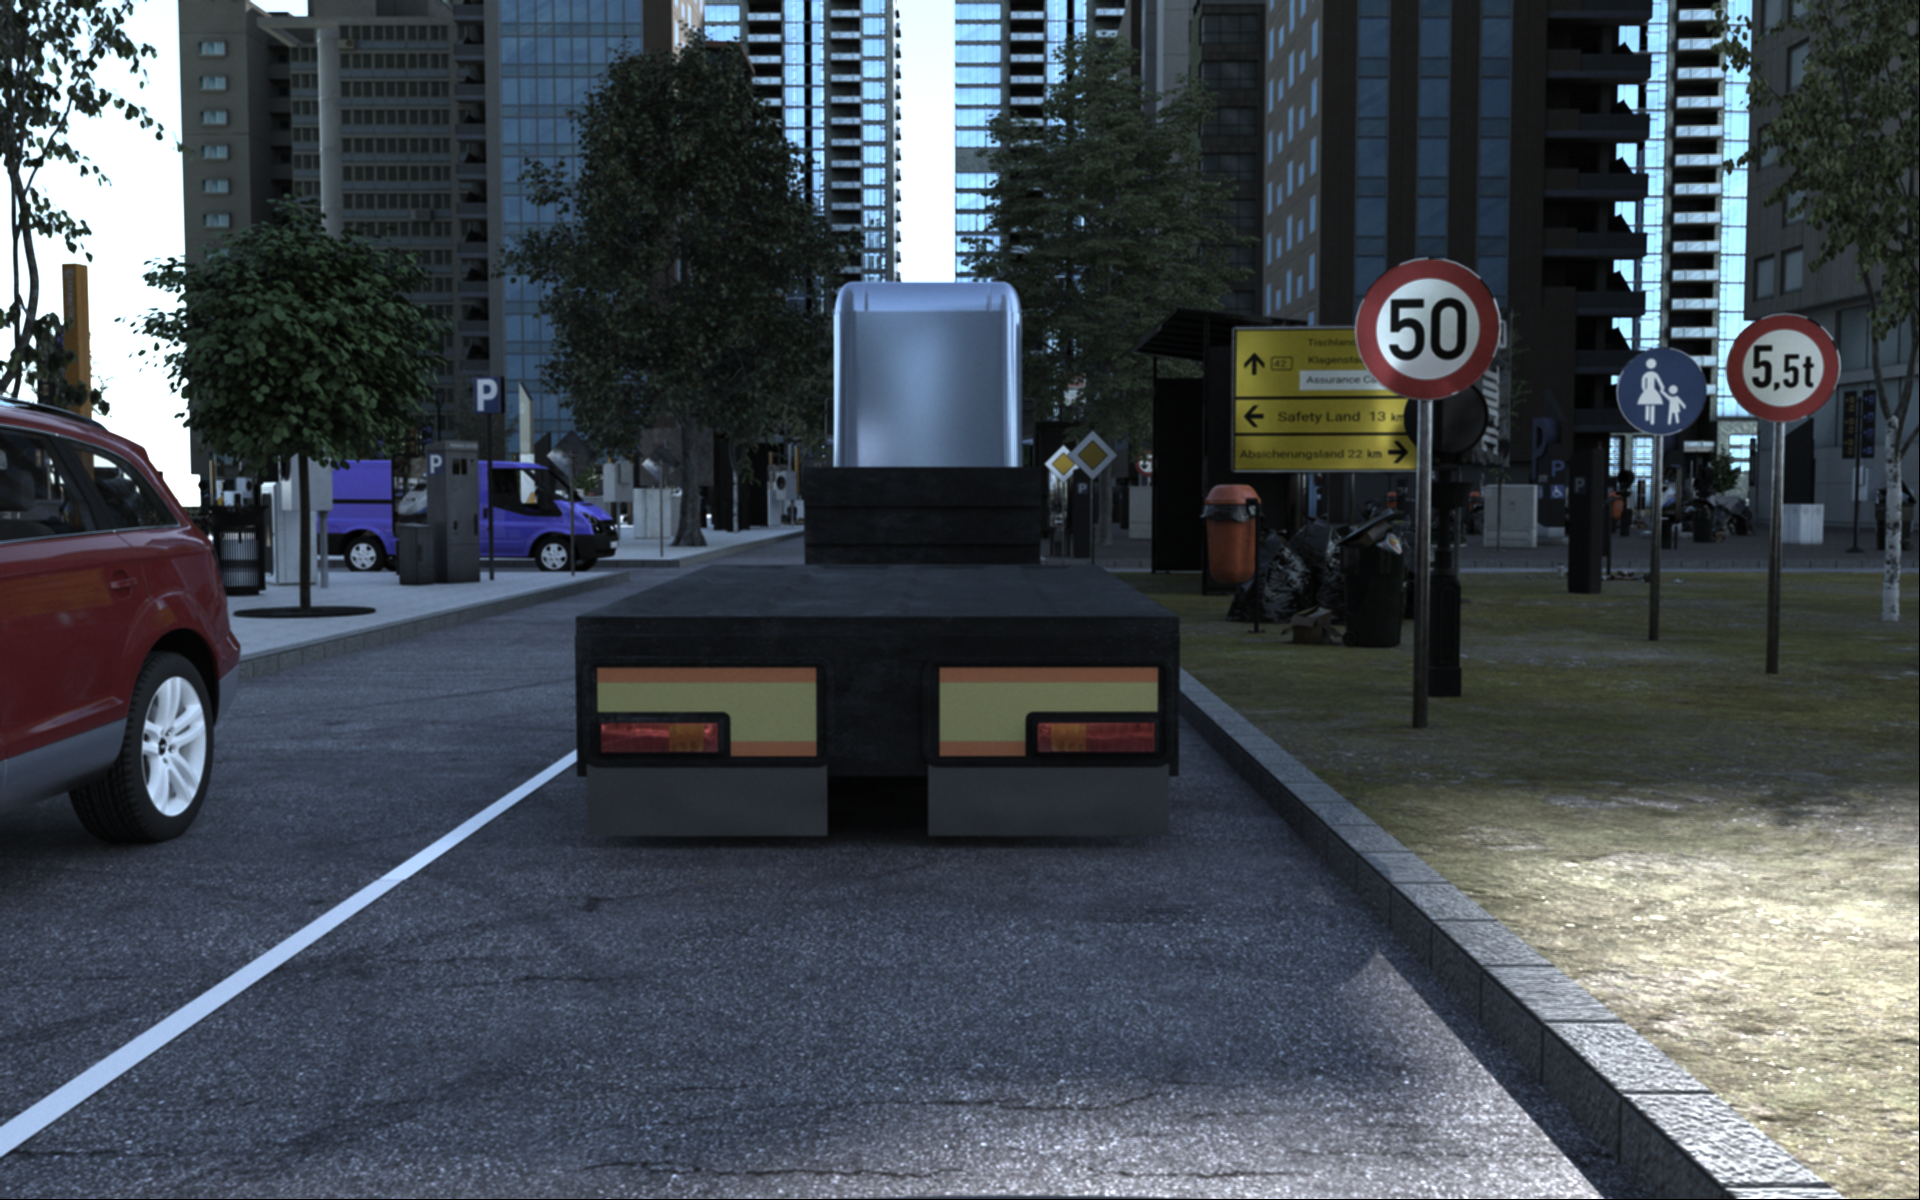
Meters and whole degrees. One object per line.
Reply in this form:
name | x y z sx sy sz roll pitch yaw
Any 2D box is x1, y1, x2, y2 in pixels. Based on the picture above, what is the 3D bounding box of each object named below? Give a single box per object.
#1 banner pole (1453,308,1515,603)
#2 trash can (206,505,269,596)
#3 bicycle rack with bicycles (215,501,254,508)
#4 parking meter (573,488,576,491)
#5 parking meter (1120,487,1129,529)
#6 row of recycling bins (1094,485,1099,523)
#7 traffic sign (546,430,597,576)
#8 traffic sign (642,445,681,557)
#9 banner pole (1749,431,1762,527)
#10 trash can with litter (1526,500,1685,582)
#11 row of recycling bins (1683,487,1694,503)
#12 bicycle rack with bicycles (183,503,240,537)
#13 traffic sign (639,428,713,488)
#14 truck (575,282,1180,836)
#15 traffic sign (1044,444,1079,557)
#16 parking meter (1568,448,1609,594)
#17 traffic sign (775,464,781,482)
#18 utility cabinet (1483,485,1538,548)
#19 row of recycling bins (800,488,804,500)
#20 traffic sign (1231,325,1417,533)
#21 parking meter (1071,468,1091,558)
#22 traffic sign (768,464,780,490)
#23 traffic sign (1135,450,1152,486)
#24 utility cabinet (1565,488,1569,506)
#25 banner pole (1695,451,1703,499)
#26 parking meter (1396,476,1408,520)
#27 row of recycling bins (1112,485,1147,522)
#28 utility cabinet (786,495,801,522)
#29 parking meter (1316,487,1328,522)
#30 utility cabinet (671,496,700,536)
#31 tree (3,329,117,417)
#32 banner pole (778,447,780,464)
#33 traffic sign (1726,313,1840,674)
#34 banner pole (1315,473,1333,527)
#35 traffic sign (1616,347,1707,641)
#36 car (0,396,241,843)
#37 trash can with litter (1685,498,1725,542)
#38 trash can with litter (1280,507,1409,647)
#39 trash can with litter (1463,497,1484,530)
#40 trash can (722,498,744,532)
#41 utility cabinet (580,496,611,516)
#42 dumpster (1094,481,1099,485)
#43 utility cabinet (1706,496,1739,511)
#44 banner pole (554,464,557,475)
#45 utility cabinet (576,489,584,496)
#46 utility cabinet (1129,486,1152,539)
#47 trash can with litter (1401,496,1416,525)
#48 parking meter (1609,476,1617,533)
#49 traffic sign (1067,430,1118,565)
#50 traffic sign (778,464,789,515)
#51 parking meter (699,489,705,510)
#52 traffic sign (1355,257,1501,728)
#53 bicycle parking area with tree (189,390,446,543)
banner pole | 6.127 -1.865 20.502 0.863 3.779 0.401 0 4 -7
trash can | -9.150 -0.632 21.981 0.748 1.137 0.748 0 3 0
bicycle rack with bicycles | -38.935 -4.768 91.338 2.925 0.926 2.852 0 4 -3
parking meter | -13.743 -3.227 61.179 0.372 1.533 0.369 0 3 0
parking meter | 6.097 -3.391 63.860 0.372 1.533 0.369 0 3 0
row of recycling bins | 4.732 -4.230 76.268 3.534 1.692 1.069 -1 4 -9
traffic sign | -6.074 -1.437 27.131 0.795 2.450 0.064 0 4 0
traffic sign | -6.053 -1.925 35.116 0.795 2.450 0.064 0 4 0
banner pole | 31.280 -4.782 68.208 0.863 3.779 0.401 -3 4 -36
trash can with litter | 9.754 -0.909 25.916 1.678 1.210 2.233 -2 4 -28
row of recycling bins | 40.934 -5.638 99.296 1.069 1.692 3.534 0 4 -6
bicycle rack with bicycles | -23.642 -2.364 52.026 2.852 0.926 2.925 3 5 43
traffic sign | -8.698 -3.623 53.114 2.265 3.308 0.079 0 4 1
truck | -0.378 -1.617 16.196 2.967 4.110 18.799 0 4 0
traffic sign | 2.091 -1.922 35.075 0.795 2.450 0.064 0 4 0
parking meter | 8.100 -1.023 22.429 0.255 1.863 0.399 -2 4 -25
traffic sign | -7.743 -4.567 74.673 0.884 2.594 0.081 0 4 6
utility cabinet | 13.040 -1.979 41.042 1.173 1.500 0.318 3 4 36
row of recycling bins | -9.348 -5.605 98.755 1.069 1.692 3.534 0 4 -4
traffic sign | 4.427 -1.659 20.992 2.265 3.308 0.079 0 4 6
parking meter | 2.434 -1.777 34.759 0.399 1.863 0.255 0 4 0
traffic sign | -7.971 -4.475 73.279 0.768 2.556 0.104 0 4 7
traffic sign | 5.442 -3.059 50.121 0.768 2.556 0.104 0 4 3
utility cabinet | 20.402 -3.096 59.304 1.173 1.500 0.318 0 4 -6
banner pole | 42.869 -6.759 100.532 0.401 3.779 0.863 0 4 -6
parking meter | 14.423 -3.108 56.525 0.255 1.863 0.399 2 4 31
row of recycling bins | 8.256 -4.426 79.471 3.534 1.692 1.069 -2 4 -34
utility cabinet | -7.934 -4.272 81.012 1.020 1.237 0.306 0 4 1
parking meter | 12.234 -3.068 58.574 0.372 1.533 0.369 0 3 0
utility cabinet | -8.445 -2.540 52.699 1.020 1.237 0.306 -2 4 -27
tree | -36.761 -7.367 70.812 4.737 8.622 4.395 0 3 0
banner pole | -9.591 -6.245 92.130 0.401 3.779 0.863 0 4 -2
traffic sign | 5.812 -0.747 12.318 0.768 2.556 0.104 0 4 7
banner pole | 14.114 -4.725 67.270 0.863 3.779 0.401 -2 4 -23
traffic sign | 6.087 -0.918 15.121 0.768 2.556 0.104 0 4 4
car | -4.257 0.183 5.676 2.281 1.827 5.304 0 4 0
trash can with litter | 19.916 -2.131 46.234 1.055 1.170 0.624 -2 4 -35
trash can with litter | 3.257 -0.202 14.682 1.055 1.170 0.624 2 4 26
trash can with litter | 18.695 -3.128 62.538 1.055 1.170 0.624 -3 5 -40
trash can | -7.686 -2.876 58.681 0.748 1.137 0.748 0 3 0
utility cabinet | -10.973 -2.488 51.841 1.020 1.237 0.306 1 4 14
dumpster | 5.882 -4.439 78.338 1.264 1.857 1.865 0 4 0
utility cabinet | 26.417 -2.981 59.903 1.020 1.237 0.306 -1 4 -18
banner pole | -23.380 -6.657 98.856 0.863 3.779 0.401 0 4 3
utility cabinet | -17.653 -4.329 79.465 0.318 1.500 1.173 -3 4 -39
utility cabinet | 5.351 -2.456 48.837 1.173 1.500 0.318 3 4 36
trash can with litter | 12.949 -2.465 51.361 2.233 1.210 1.678 0 4 7
parking meter | 21.490 -3.152 57.245 0.399 1.863 0.255 2 4 26
traffic sign | 2.070 -1.434 27.090 0.795 2.450 0.064 0 4 0
traffic sign | -7.597 -4.535 74.249 0.768 2.556 0.104 0 4 6
parking meter | -11.193 -4.062 74.817 0.372 1.533 0.369 0 3 0
traffic sign | 2.527 -0.571 9.437 0.768 2.556 0.104 1 4 8
bicycle parking area with tree | -17.072 -3.731 47.999 8.231 4.147 9.016 1 4 15
